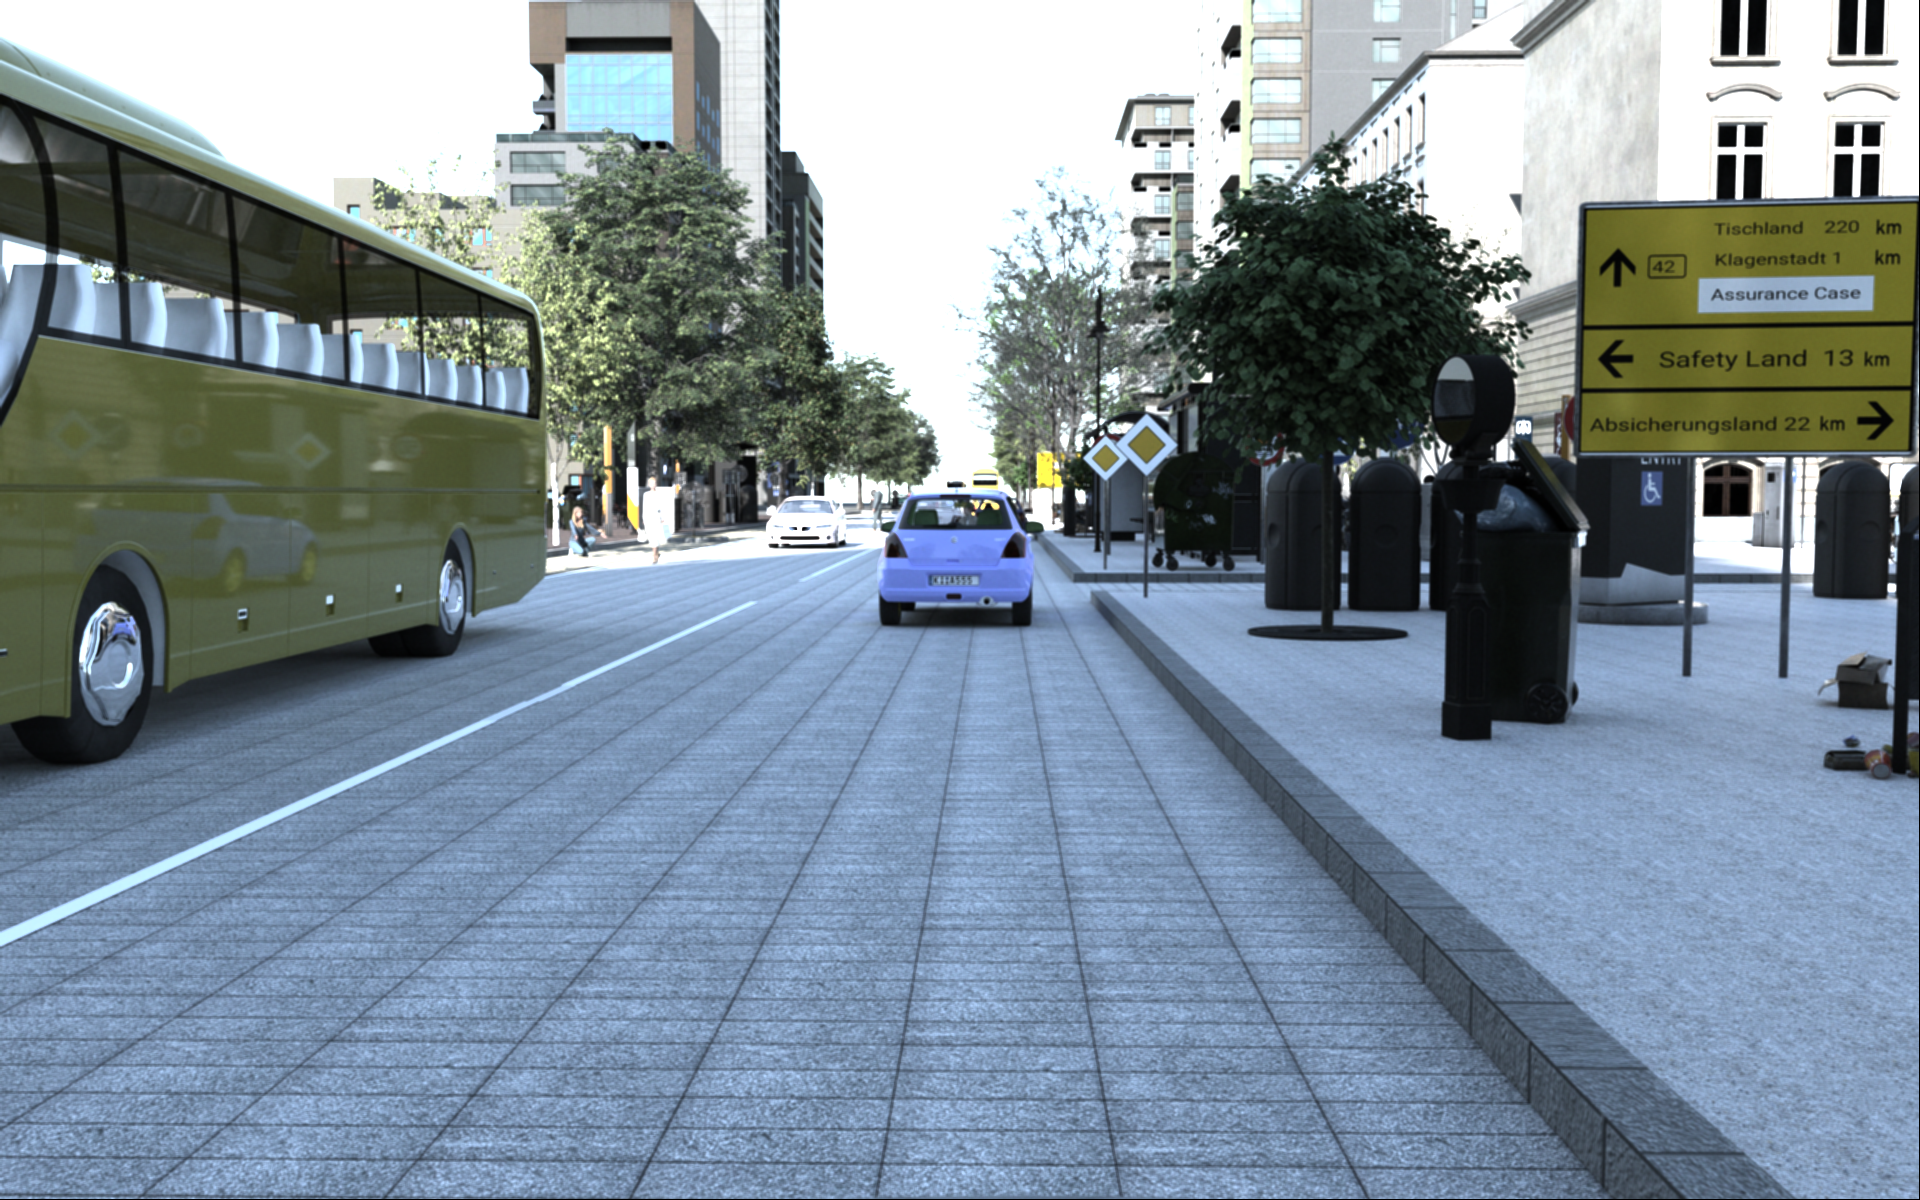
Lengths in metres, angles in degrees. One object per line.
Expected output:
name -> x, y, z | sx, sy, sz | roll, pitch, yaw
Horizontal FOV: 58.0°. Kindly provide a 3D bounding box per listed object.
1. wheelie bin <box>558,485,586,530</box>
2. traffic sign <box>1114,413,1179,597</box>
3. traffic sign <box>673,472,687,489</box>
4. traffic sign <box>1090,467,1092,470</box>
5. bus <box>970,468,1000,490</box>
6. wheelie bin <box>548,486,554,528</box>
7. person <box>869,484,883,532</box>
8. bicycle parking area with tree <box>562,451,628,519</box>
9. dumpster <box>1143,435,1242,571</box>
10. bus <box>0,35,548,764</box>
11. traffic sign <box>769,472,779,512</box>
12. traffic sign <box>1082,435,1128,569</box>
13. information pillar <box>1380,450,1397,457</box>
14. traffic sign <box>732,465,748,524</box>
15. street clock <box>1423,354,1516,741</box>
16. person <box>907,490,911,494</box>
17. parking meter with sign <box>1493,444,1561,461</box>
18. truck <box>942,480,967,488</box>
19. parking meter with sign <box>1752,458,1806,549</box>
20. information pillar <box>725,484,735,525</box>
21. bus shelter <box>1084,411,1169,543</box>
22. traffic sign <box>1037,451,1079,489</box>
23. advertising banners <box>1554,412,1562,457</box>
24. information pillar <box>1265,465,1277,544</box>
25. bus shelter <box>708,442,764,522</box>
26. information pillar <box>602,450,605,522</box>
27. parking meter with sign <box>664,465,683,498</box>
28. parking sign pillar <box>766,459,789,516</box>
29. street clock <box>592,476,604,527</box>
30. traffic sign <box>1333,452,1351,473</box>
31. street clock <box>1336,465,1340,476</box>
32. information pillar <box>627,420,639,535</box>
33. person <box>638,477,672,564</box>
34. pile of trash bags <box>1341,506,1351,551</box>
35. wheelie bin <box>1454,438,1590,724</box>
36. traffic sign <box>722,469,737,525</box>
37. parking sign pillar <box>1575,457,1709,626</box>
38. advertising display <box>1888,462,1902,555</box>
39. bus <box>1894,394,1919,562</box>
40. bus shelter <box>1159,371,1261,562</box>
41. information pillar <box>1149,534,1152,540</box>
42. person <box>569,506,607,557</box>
wheelie bin -> -13.830, -3.310, 62.021 | 0.980, 1.594, 0.693 | -3, 5, -41
traffic sign -> 2.302, -1.088, 21.438 | 0.795, 2.450, 0.064 | 0, 4, 1
traffic sign -> -12.716, -4.683, 78.692 | 0.606, 2.300, 0.079 | 0, 4, 2
traffic sign -> 3.948, -2.921, 47.858 | 0.768, 2.556, 0.104 | 1, 4, 8
bus -> 2.367, -10.553, 164.087 | 2.896, 3.916, 12.252 | 0, 4, 1
wheelie bin -> -15.219, -3.482, 64.833 | 0.693, 1.594, 0.980 | -1, 4, -23
person -> -3.196, -3.495, 65.816 | 0.590, 1.801, 0.661 | 1, 4, 18
bicycle parking area with tree -> -22.684, -6.836, 98.765 | 9.016, 4.147, 8.231 | 3, 5, 43
dumpster -> 3.963, -1.657, 29.589 | 1.502, 2.255, 1.985 | 0, 4, 1
bus -> -5.697, -1.278, 12.444 | 2.896, 3.916, 12.252 | 0, 4, 0
traffic sign -> -10.401, -5.975, 97.800 | 0.768, 2.556, 0.104 | 1, 4, 10
traffic sign -> 2.469, -1.577, 29.422 | 0.795, 2.450, 0.064 | 0, 4, 1
information pillar -> 5.506, -1.888, 22.229 | 0.183, 3.616, 0.504 | 0, 4, -2
traffic sign -> -9.608, -4.598, 75.289 | 0.768, 2.556, 0.104 | 0, 4, 2
street clock -> 2.665, -0.274, 9.056 | 0.358, 2.002, 0.471 | -1, 4, -13
person -> -5.126, -10.209, 175.423 | 1.348, 1.823, 0.705 | 0, 4, 0
parking meter with sign -> 10.824, -2.207, 32.345 | 1.738, 3.016, 0.543 | 0, 4, 7
truck -> -0.627, -15.376, 247.327 | 3.469, 3.379, 9.791 | 0, 4, 2
parking meter with sign -> 19.434, -2.735, 40.977 | 0.543, 3.016, 1.738 | -1, 4, -9
information pillar -> -9.701, -4.193, 73.051 | 0.304, 2.012, 0.304 | 1, 4, 12
bus shelter -> 4.345, -3.114, 44.830 | 2.014, 3.302, 5.546 | 0, 4, 1
traffic sign -> 4.786, -5.432, 82.685 | 2.265, 3.308, 0.079 | 0, 4, 6
advertising banners -> 12.683, -2.542, 37.743 | 0.090, 3.025, 2.074 | -1, 4, -8
information pillar -> 7.464, -3.064, 41.449 | 0.504, 3.616, 0.183 | 2, 4, 26
bus shelter -> -10.465, -5.508, 81.343 | 1.731, 3.624, 6.357 | 0, 4, 1
information pillar -> -16.276, -5.370, 79.152 | 0.183, 3.616, 0.504 | -1, 4, -15
parking meter with sign -> -16.931, -6.620, 104.505 | 1.738, 3.016, 0.543 | -2, 4, -25
parking sign pillar -> -10.802, -6.989, 102.736 | 1.447, 3.967, 1.447 | 2, 4, 30
street clock -> -14.286, -3.911, 68.509 | 0.471, 2.002, 0.358 | -3, 4, -39
traffic sign -> 6.656, -1.880, 30.852 | 0.768, 2.556, 0.104 | 0, 4, 7
street clock -> 7.400, -1.856, 34.908 | 0.471, 2.002, 0.358 | 1, 4, 21
information pillar -> -10.386, -3.893, 55.005 | 0.183, 3.616, 0.504 | -3, 5, -43
person -> -6.254, -1.638, 35.630 | 0.694, 1.780, 0.624 | 2, 4, 31
pile of trash bags -> 10.180, -1.811, 39.357 | 3.447, 1.369, 1.912 | 1, 4, 14
wheelie bin -> 3.212, -0.124, 9.929 | 0.693, 1.594, 0.980 | 2, 4, 25
traffic sign -> -9.482, -4.231, 71.313 | 0.606, 2.300, 0.079 | 0, 4, 4
parking sign pillar -> 6.812, -1.773, 17.466 | 1.447, 3.967, 1.447 | -2, 4, -33
advertising display -> 19.383, -1.833, 35.178 | 0.974, 1.923, 0.123 | 1, 4, 21
bus -> 20.296, -1.881, 25.617 | 13.247, 3.499, 2.948 | 0, 4, 3
bus shelter -> 5.450, -3.618, 36.792 | 2.179, 5.291, 8.768 | 0, 4, 1
information pillar -> 5.480, -2.677, 48.254 | 0.304, 2.012, 0.304 | -3, 5, -45
person -> -8.468, -1.540, 39.172 | 0.738, 1.151, 1.012 | 3, 5, 44
